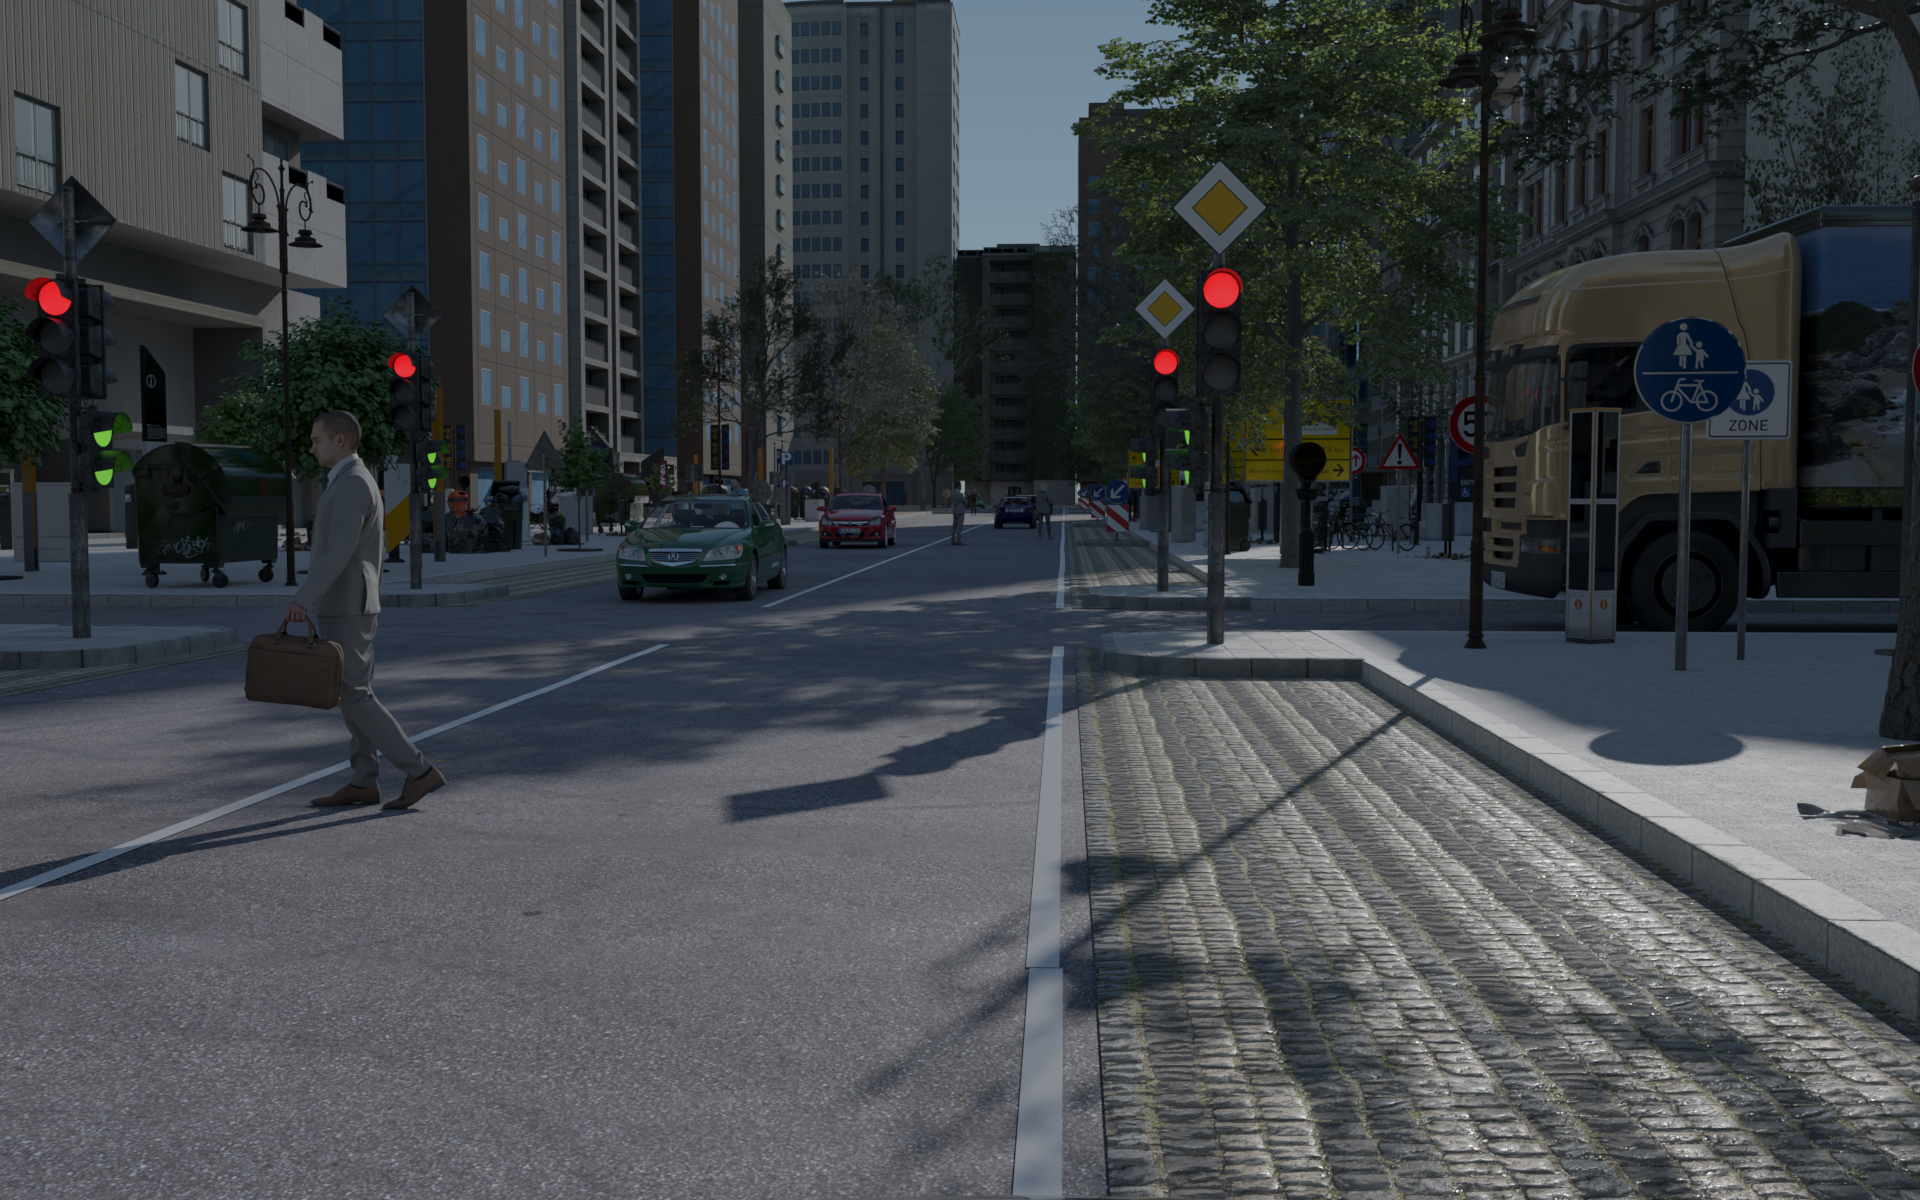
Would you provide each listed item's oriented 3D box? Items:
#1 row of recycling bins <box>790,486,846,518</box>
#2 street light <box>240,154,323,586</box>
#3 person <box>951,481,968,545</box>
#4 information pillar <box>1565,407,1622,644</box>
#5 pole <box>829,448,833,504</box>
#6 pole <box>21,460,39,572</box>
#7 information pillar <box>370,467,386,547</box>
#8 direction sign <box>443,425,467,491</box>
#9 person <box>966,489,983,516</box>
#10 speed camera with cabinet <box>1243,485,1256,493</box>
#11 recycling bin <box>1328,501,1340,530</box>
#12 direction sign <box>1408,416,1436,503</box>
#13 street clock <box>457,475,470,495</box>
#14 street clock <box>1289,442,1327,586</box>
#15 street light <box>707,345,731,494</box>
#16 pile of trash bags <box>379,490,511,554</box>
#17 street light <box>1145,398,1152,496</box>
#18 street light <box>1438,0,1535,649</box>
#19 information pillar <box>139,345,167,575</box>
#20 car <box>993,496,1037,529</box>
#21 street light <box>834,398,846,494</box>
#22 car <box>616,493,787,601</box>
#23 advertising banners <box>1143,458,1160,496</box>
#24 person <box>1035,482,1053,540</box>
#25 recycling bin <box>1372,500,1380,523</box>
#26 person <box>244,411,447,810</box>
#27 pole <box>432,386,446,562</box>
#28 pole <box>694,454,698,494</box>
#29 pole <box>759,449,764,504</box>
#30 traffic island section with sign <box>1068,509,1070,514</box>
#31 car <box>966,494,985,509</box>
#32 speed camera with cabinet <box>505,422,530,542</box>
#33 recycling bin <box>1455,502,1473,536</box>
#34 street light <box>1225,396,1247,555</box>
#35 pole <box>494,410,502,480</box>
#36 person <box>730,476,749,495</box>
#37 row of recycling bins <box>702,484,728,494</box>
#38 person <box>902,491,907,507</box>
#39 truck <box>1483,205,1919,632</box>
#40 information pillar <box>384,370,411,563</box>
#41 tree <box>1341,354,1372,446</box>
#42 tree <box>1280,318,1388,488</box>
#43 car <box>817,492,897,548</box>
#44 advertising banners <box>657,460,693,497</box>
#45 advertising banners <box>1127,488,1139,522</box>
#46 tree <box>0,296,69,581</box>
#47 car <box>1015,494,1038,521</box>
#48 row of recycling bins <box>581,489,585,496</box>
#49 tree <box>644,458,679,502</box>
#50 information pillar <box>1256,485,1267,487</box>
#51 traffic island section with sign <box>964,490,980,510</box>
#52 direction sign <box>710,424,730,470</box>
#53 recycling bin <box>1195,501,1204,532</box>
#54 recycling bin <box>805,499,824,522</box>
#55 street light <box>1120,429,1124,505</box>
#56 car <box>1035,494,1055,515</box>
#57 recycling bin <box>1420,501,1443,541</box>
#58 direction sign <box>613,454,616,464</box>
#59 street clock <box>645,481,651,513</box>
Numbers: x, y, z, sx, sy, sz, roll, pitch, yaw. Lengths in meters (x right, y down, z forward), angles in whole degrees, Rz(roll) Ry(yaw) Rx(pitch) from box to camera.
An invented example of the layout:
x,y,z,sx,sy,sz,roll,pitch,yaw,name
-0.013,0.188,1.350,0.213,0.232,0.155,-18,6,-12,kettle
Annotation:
x,y,z,sx,sy,sz,roll,pitch,yaw,name
-7.945,-5.332,94.287,3.534,1.692,1.069,-1,4,-19,row of recycling bins
-9.349,-3.134,24.034,0.468,5.910,1.993,0,4,3,street light
0.002,-2.446,48.665,0.511,1.800,0.466,3,5,42,person
5.446,-0.637,14.908,0.304,2.012,0.304,-2,4,-25,information pillar
-5.669,-5.041,76.258,0.158,3.312,0.155,0,3,0,pole
-15.397,-2.128,28.635,0.158,3.312,0.155,0,3,0,pole
-14.000,-2.267,41.549,0.304,2.012,0.304,2,4,23,information pillar
-16.558,-3.962,56.776,0.876,3.537,0.379,1,4,17,direction sign
0.903,-6.470,114.798,1.217,1.766,0.721,1,4,12,person
12.498,-4.952,75.305,0.660,3.252,2.038,1,4,23,speed camera with cabinet
13.053,-2.998,61.573,0.722,1.027,0.722,0,4,-3,recycling bin
13.466,-3.583,50.584,0.876,3.537,0.379,-1,4,-14,direction sign
-19.216,-3.823,67.081,0.358,2.002,0.471,3,5,45,street clock
4.846,-1.200,24.184,0.471,2.002,0.358,0,4,-5,street clock
-7.492,-4.962,53.919,0.468,5.910,1.993,0,4,3,street light
-11.659,-1.755,38.440,3.447,1.369,1.912,2,4,24,pile of trash bags
7.397,-5.759,66.943,0.468,5.910,1.993,0,4,3,street light
4.297,-2.536,14.258,0.468,5.910,1.993,0,4,3,street light
-12.756,-2.207,27.437,0.183,3.616,0.504,1,4,15,information pillar
2.350,-3.677,72.704,1.945,1.354,3.894,0,4,4,car
-5.785,-6.772,83.505,0.468,5.910,1.993,0,4,3,street light
-3.613,-0.798,24.840,2.131,1.459,4.920,0,4,3,car
7.875,-4.502,69.787,0.090,3.025,2.074,-1,4,-23,advertising banners
2.628,-2.805,54.544,0.537,1.800,0.526,2,4,34,person
17.738,-3.673,72.600,0.722,1.027,0.722,0,4,-8,recycling bin
-2.808,0.043,7.918,0.853,1.813,0.709,-1,4,-19,person
-9.867,-2.380,32.761,0.158,3.312,0.155,0,3,0,pole
-13.536,-5.814,88.899,0.158,3.312,0.155,0,3,0,pole
-8.930,-5.132,77.757,0.158,3.312,0.155,0,3,0,pole
8.833,-7.081,124.402,1.989,1.847,2.006,0,4,3,traffic island section with sign
1.513,-9.782,168.734,1.959,1.807,4.718,0,4,3,car
-11.962,-3.211,46.831,0.660,3.252,2.038,-1,4,-15,speed camera with cabinet
15.679,-2.503,53.484,0.722,1.027,0.722,0,4,-1,recycling bin
5.648,-3.895,36.471,0.468,5.910,1.993,0,4,3,street light
-11.167,-2.938,41.881,0.158,3.312,0.155,0,3,0,pole
-4.607,-1.724,36.715,0.660,1.820,0.620,3,4,36,person
-10.176,-3.979,72.174,1.069,1.692,3.534,-1,4,-12,row of recycling bins
-5.765,-10.461,180.464,0.541,1.710,0.530,1,4,15,person
10.628,-1.778,17.980,11.283,4.237,2.839,0,4,2,truck
-10.538,-2.510,32.399,0.504,3.616,0.183,-3,4,-38,information pillar
18.829,-8.444,88.414,4.737,8.622,4.395,0,3,0,tree
14.759,-7.397,71.297,4.360,8.622,3.978,0,3,0,tree
-2.759,-2.326,47.065,2.155,1.783,4.494,0,4,3,car
-14.655,-5.715,89.623,2.074,3.025,0.090,-2,4,-30,advertising banners
8.100,-5.138,80.196,0.090,3.025,2.074,2,4,25,advertising banners
-14.903,-2.582,25.936,4.285,4.588,4.351,0,3,0,tree
3.599,-5.129,93.638,2.009,1.686,4.222,0,4,5,car
-16.222,-4.447,79.828,1.069,1.692,3.534,1,4,22,row of recycling bins
-15.843,-5.939,91.711,1.663,3.219,1.824,0,3,0,tree
11.827,-3.882,67.958,0.304,2.012,0.304,-1,4,-22,information pillar
0.729,-8.775,152.096,1.989,1.847,2.006,0,4,3,traffic island section with sign
-7.807,-3.937,56.371,0.876,3.537,0.379,3,5,40,direction sign
8.371,-2.872,59.510,0.722,1.027,0.722,0,4,6,recycling bin
-6.765,-4.161,80.581,0.722,1.027,0.722,1,4,15,recycling bin
9.075,-7.568,96.531,0.468,5.910,1.993,0,4,3,street light
5.672,-6.859,121.934,2.009,1.686,4.222,0,4,3,car
13.145,-2.175,48.109,0.722,1.027,0.722,-1,4,-12,recycling bin
-19.682,-6.497,98.217,0.379,3.537,0.876,1,4,14,direction sign
-16.950,-5.475,94.079,0.358,2.002,0.471,2,4,34,street clock
